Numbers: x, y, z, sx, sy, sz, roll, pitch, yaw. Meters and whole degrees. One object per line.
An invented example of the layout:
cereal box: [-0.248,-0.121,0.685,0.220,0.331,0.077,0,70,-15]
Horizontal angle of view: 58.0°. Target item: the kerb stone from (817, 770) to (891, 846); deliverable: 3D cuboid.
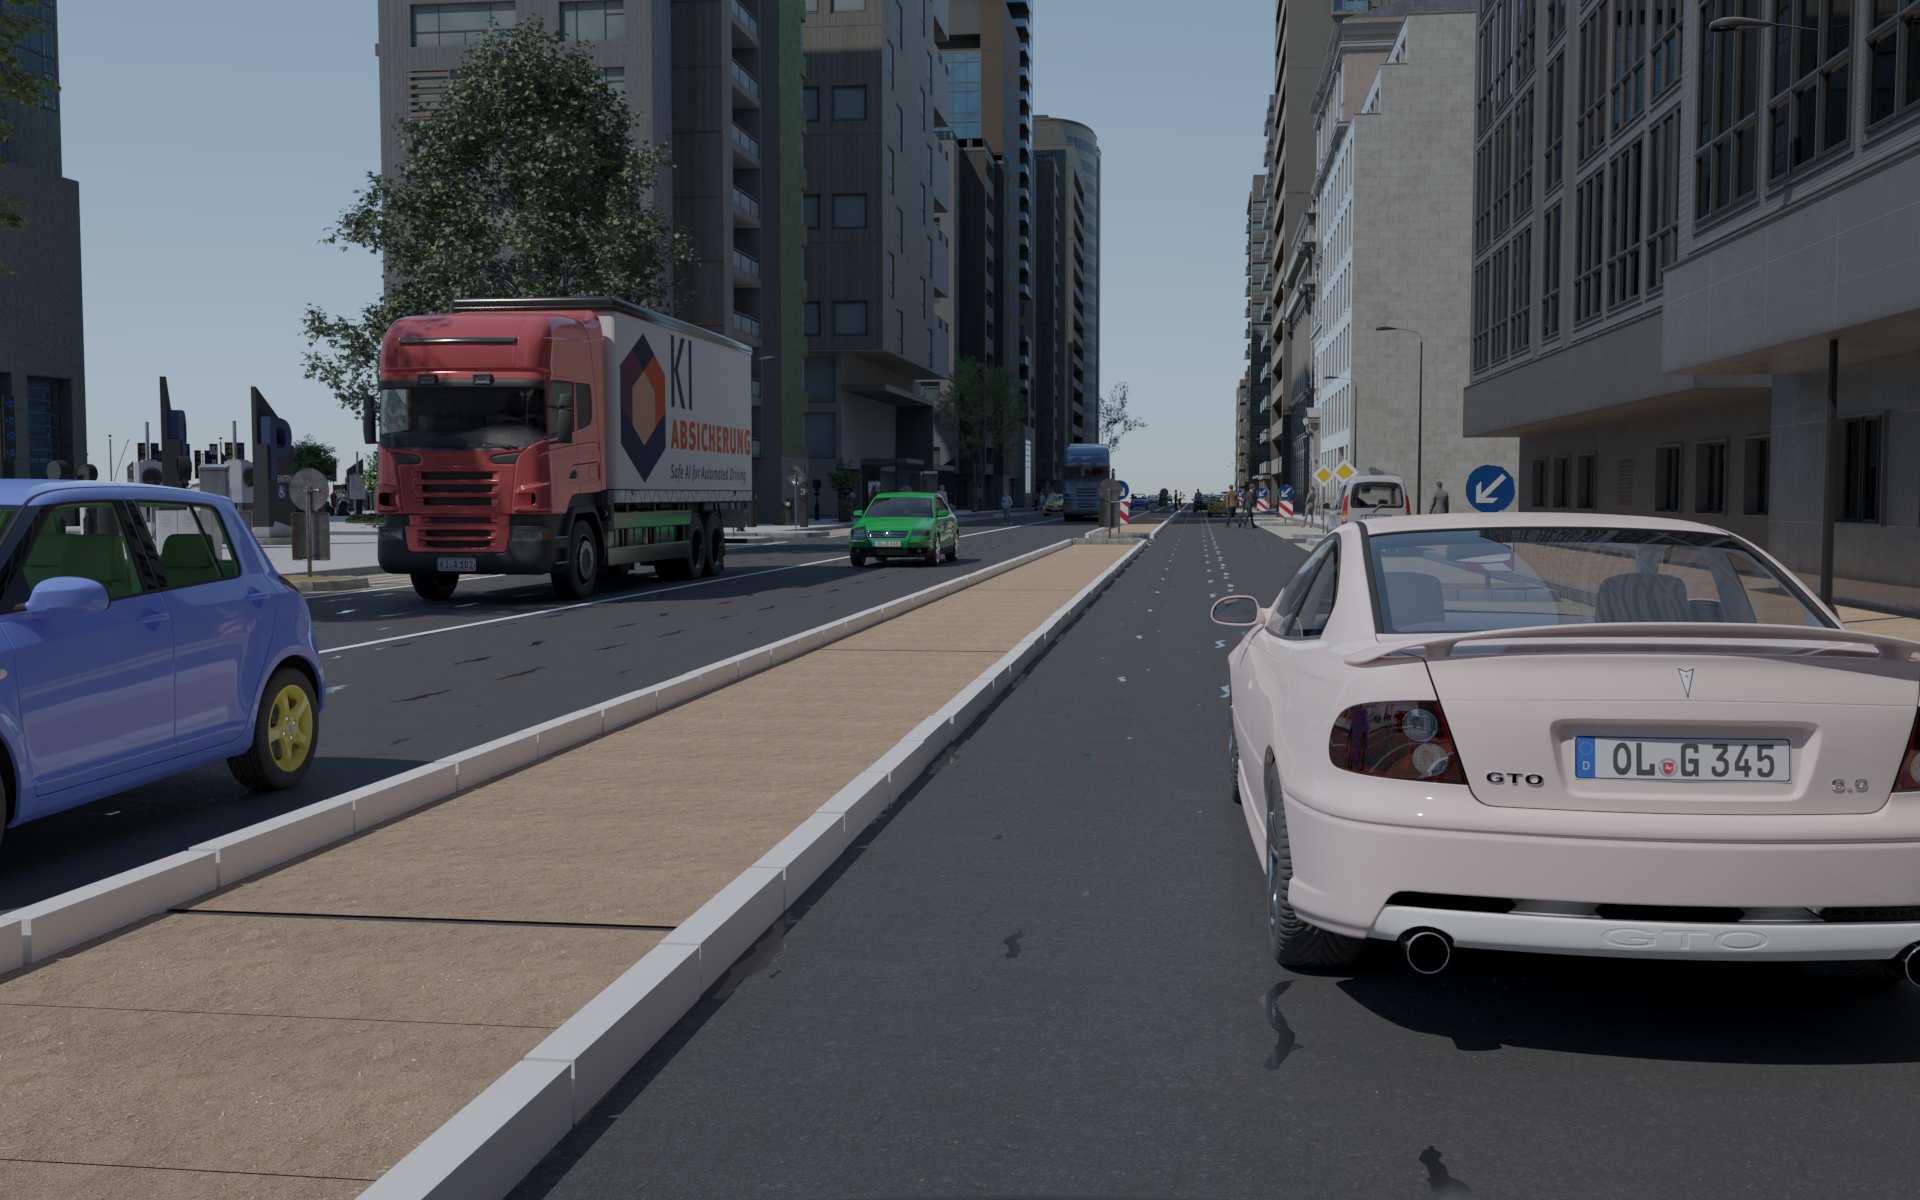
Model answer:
kerb stone: [-0.457,0.899,7.491,0.120,0.150,1.000,0,4,8]

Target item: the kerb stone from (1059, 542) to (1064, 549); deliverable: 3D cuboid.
kerb stone: [2.492,-1.355,44.384,0.120,0.150,1.000,0,4,8]

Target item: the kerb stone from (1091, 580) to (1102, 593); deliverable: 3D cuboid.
kerb stone: [1.912,-0.152,24.764,0.120,0.150,1.000,0,4,8]

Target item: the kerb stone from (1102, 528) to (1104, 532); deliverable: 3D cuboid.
kerb stone: [5.067,-2.509,63.225,0.120,0.150,1.000,0,4,8]

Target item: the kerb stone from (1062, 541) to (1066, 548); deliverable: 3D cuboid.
kerb stone: [2.628,-1.415,45.398,0.120,0.150,1.000,0,4,8]

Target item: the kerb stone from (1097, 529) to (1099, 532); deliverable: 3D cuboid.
kerb stone: [4.657,-2.323,60.180,0.120,0.150,1.000,0,4,8]

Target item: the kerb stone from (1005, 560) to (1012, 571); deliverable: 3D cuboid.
kerb stone: [0.811,-0.610,32.169,0.120,0.150,1.000,0,4,8]

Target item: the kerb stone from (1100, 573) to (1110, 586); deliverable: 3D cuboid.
kerb stone: [2.192,-0.281,26.790,0.120,0.150,1.000,0,4,8]

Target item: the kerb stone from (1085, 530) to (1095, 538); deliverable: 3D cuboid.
kerb stone: [4.371,-2.198,58.130,0.120,0.150,1.000,0,4,8]

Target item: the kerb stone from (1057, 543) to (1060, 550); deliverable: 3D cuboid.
kerb stone: [2.343,-1.295,43.373,0.120,0.150,1.000,0,4,8]

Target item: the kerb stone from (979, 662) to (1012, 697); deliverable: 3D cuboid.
kerb stone: [0.245,0.589,12.560,0.120,0.150,1.000,0,4,8]

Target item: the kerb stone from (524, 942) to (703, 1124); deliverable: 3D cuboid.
kerb stone: [-0.866,1.086,4.434,0.120,0.150,1.000,0,4,8]

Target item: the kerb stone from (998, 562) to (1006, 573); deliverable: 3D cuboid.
kerb stone: [0.670,-0.548,31.147,0.120,0.150,1.000,0,4,8]

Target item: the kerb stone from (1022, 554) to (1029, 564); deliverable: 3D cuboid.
kerb stone: [1.234,-0.797,35.228,0.120,0.150,1.000,0,4,8]

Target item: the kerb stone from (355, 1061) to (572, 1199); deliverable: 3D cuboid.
kerb stone: [-1.003,1.148,3.421,0.120,0.150,1.000,0,4,8]

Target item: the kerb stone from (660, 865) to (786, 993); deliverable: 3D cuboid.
kerb stone: [-0.732,1.024,5.448,0.120,0.150,1.000,0,4,8]

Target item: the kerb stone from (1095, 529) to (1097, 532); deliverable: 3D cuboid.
kerb stone: [4.514,-2.260,59.151,0.120,0.150,1.000,0,4,8]

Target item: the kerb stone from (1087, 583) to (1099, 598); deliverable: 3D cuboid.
kerb stone: [1.778,-0.094,23.734,0.120,0.150,1.000,0,4,8]

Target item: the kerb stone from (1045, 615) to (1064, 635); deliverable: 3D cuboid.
kerb stone: [0.935,0.285,17.645,0.120,0.150,1.000,0,4,8]

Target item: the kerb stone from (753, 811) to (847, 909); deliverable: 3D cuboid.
kerb stone: [-0.592,0.962,6.461,0.120,0.150,1.000,0,4,8]

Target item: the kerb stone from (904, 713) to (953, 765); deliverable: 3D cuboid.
kerb stone: [-0.183,0.775,9.520,0.120,0.150,1.000,0,4,8]

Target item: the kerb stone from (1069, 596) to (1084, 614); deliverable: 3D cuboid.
kerb stone: [1.359,0.092,20.692,0.120,0.150,1.000,0,4,8]

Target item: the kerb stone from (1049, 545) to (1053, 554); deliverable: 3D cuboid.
kerb stone: [2.065,-1.167,41.329,0.120,0.150,1.000,0,4,8]

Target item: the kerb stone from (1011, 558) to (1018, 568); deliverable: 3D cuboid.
kerb stone: [0.951,-0.673,33.193,0.120,0.150,1.000,0,4,8]

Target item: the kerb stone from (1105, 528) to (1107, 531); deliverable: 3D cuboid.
kerb stone: [5.345,-2.631,65.266,0.120,0.150,1.000,0,4,8]

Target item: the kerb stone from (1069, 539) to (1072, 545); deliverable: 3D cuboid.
kerb stone: [2.901,-1.543,47.426,0.120,0.150,1.000,0,4,8]

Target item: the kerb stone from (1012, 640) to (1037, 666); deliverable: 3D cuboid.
kerb stone: [0.519,0.472,14.593,0.120,0.150,1.000,0,4,8]

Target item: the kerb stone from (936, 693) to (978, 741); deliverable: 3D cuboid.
kerb stone: [-0.029,0.713,10.531,0.120,0.150,1.000,0,4,8]

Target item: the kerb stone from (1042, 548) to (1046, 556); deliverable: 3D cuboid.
kerb stone: [1.788,-1.046,39.303,0.120,0.150,1.000,0,4,8]

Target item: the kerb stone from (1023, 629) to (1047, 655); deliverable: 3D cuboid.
kerb stone: [0.657,0.403,15.605,0.120,0.150,1.000,0,4,8]

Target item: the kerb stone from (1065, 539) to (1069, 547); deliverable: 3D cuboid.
kerb stone: [2.765,-1.481,46.411,0.120,0.150,1.000,0,4,8]

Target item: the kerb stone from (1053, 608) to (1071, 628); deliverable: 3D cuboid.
kerb stone: [1.074,0.217,18.666,0.120,0.150,1.000,0,4,8]

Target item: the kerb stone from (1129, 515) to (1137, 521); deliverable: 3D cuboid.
kerb stone: [9.653,-4.559,96.732,0.120,0.150,1.000,0,4,8]

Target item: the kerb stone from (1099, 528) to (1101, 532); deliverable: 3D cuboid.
kerb stone: [4.789,-2.385,61.194,0.120,0.150,1.000,0,4,8]

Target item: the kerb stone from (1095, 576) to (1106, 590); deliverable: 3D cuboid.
kerb stone: [2.053,-0.219,25.776,0.120,0.150,1.000,0,4,8]

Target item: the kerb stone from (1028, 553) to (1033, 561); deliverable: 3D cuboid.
kerb stone: [1.363,-0.859,36.242,0.120,0.150,1.000,0,4,8]

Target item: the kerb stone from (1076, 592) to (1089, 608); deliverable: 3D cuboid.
kerb stone: [1.497,0.030,21.708,0.120,0.150,1.000,0,4,8]

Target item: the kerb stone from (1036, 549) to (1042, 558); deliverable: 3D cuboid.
kerb stone: [1.647,-0.983,38.274,0.120,0.150,1.000,0,4,8]

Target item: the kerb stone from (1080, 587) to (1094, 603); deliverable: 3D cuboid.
kerb stone: [1.630,-0.032,22.722,0.120,0.150,1.000,0,4,8]

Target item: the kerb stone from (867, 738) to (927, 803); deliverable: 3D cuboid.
kerb stone: [-0.313,0.837,8.504,0.120,0.150,1.000,0,4,8]

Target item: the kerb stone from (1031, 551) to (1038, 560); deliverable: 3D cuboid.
kerb stone: [1.510,-0.919,37.254,0.120,0.150,1.000,0,4,8]

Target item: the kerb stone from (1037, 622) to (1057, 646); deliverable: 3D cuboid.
kerb stone: [0.806,0.347,16.629,0.120,0.150,1.000,0,4,8]

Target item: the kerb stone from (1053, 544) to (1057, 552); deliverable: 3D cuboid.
kerb stone: [2.215,-1.233,42.349,0.120,0.150,1.000,0,4,8]

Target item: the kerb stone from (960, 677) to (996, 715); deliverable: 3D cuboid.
kerb stone: [0.102,0.656,11.545,0.120,0.150,1.000,0,4,8]

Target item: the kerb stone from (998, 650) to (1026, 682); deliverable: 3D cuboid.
kerb stone: [0.390,0.530,13.577,0.120,0.150,1.000,0,4,8]

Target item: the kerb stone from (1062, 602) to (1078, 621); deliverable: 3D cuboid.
kerb stone: [1.220,0.155,19.678,0.120,0.150,1.000,0,4,8]

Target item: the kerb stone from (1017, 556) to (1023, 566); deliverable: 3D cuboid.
kerb stone: [1.093,-0.735,34.206,0.120,0.150,1.000,0,4,8]

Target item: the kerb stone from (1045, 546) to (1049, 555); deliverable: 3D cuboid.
kerb stone: [1.922,-1.108,40.317,0.120,0.150,1.000,0,4,8]
